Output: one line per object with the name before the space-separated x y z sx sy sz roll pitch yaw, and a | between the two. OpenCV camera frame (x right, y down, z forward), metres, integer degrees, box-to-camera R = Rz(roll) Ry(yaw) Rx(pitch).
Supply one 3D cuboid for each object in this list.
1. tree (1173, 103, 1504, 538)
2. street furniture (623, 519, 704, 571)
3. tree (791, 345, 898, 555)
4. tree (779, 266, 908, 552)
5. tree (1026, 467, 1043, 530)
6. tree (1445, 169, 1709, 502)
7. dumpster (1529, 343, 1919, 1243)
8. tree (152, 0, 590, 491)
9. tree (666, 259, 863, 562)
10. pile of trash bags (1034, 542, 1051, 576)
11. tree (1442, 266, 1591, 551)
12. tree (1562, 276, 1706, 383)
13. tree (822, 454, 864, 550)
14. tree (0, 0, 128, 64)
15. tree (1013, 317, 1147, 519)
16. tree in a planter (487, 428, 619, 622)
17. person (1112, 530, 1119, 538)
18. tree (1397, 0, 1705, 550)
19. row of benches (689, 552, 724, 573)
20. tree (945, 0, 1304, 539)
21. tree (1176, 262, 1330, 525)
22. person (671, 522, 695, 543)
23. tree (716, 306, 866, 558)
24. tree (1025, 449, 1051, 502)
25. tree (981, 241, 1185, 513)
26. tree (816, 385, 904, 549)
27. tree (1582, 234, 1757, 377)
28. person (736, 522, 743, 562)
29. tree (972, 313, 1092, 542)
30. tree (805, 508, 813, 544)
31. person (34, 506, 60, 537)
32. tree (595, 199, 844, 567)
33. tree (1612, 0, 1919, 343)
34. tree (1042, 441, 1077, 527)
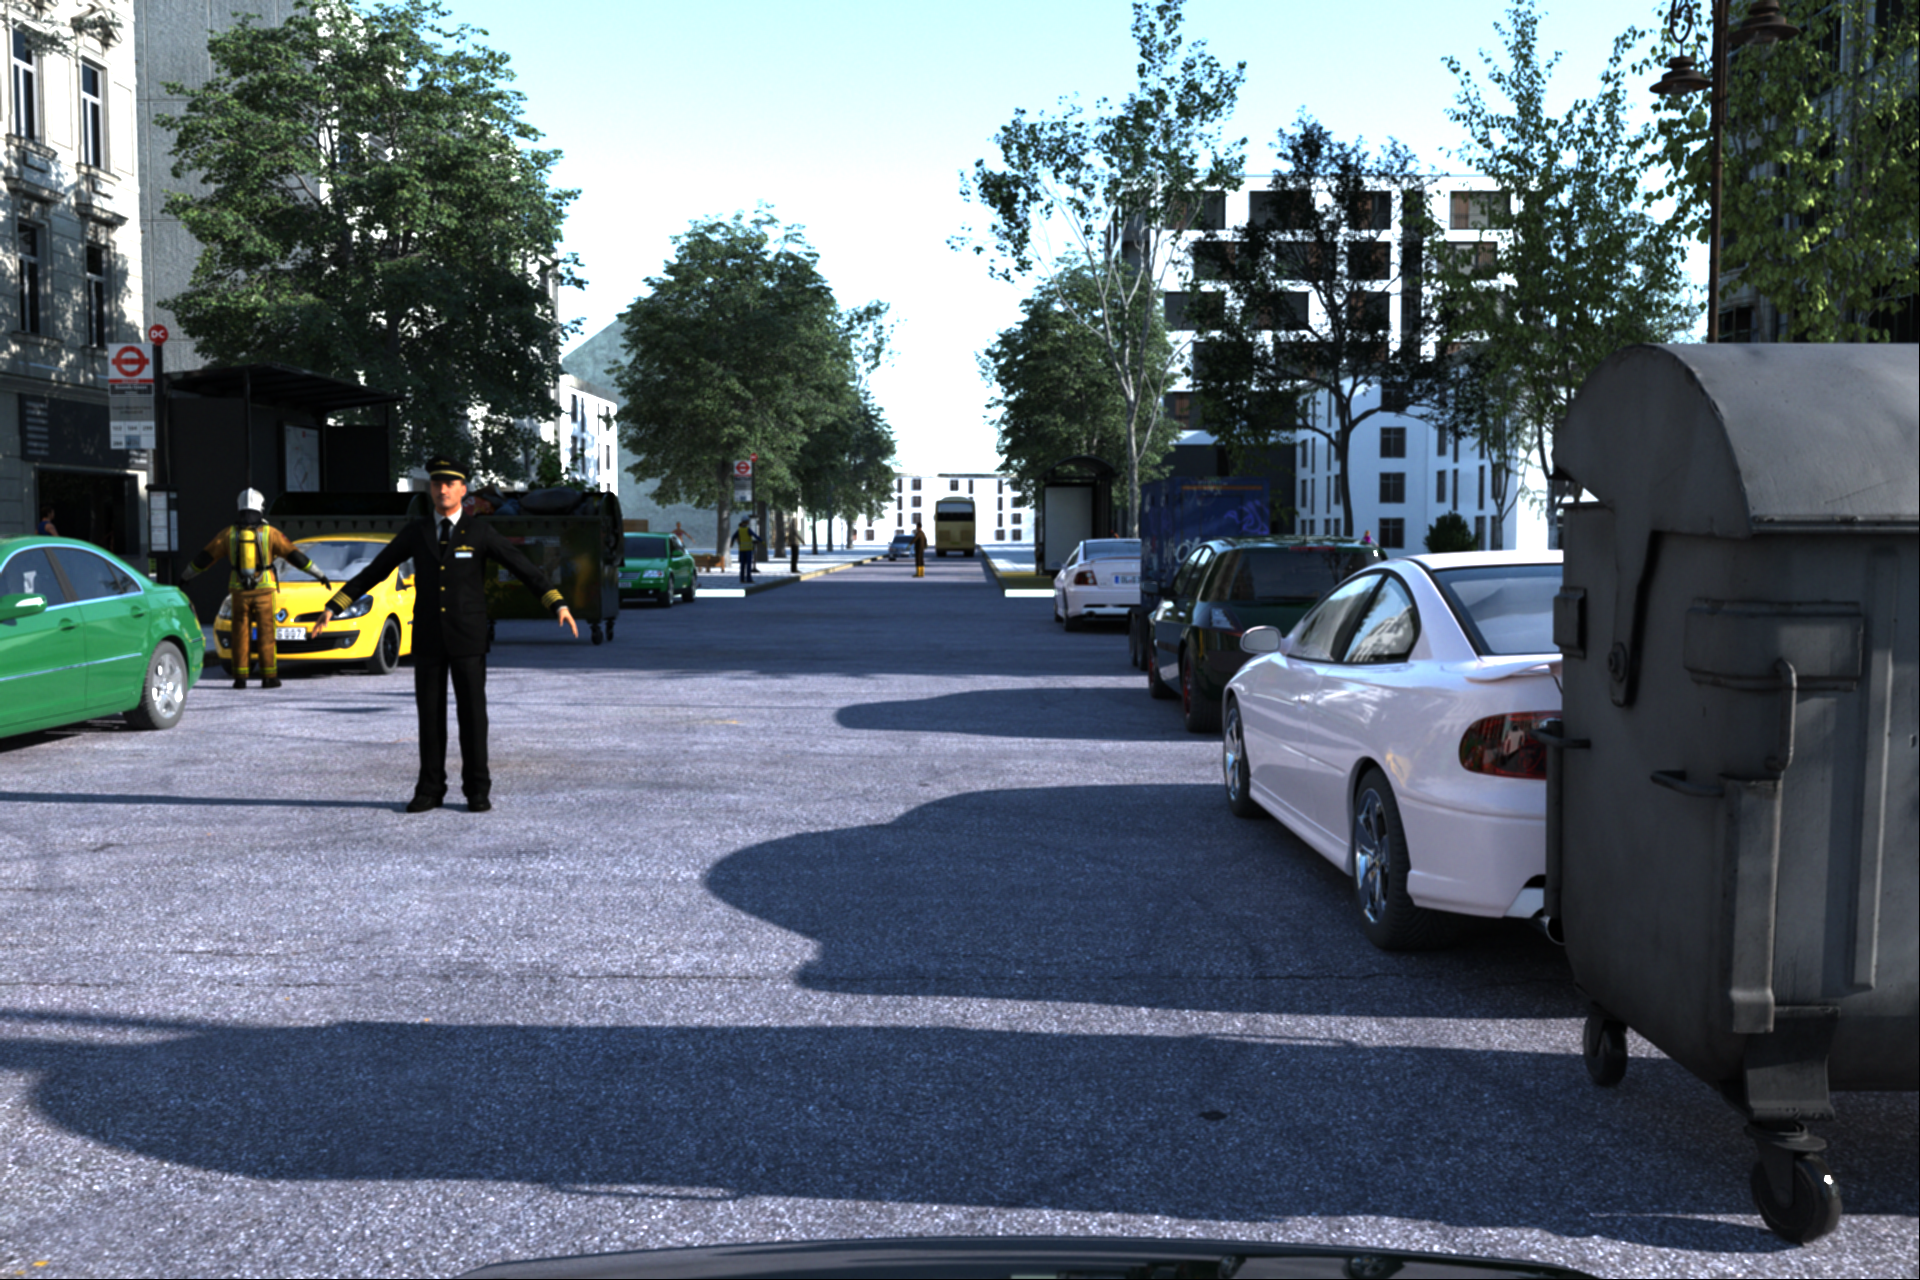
tree | 8.315 -6.336 38.002 7.601 10.594 8.767 1 4 21
street furniture | -12.055 -2.596 49.300 11.010 1.723 9.812 1 4 20
tree | -9.038 -11.973 106.135 12.009 13.543 11.850 0 3 0
tree | -10.788 -16.418 124.327 12.611 20.169 13.585 0 3 0
tree | 6.339 -10.054 114.753 4.360 8.622 3.978 0 3 0
tree | 21.094 -9.075 58.751 12.009 13.543 11.850 0 3 0
dumpster | 2.388 0.260 3.969 1.865 1.857 1.264 0 4 0
tree | -13.121 -8.106 39.185 9.857 13.997 8.962 0 3 0
tree | -9.146 -10.619 80.273 9.857 13.997 8.962 0 3 0
pile of trash bags | 3.269 -2.711 54.085 1.912 1.369 3.447 0 4 0
tree | 14.857 -5.947 47.595 4.360 8.622 3.978 0 3 0
tree | 19.715 -6.107 50.217 4.737 8.622 4.395 0 3 0
tree | -9.265 -11.440 137.402 4.360 8.622 3.978 0 3 0
tree | -12.989 -6.394 14.916 12.009 13.543 11.850 0 3 0
tree | 6.098 -10.571 90.969 7.486 12.596 7.792 0 3 0
tree in a planter | -6.862 -1.959 29.253 1.991 3.239 1.994 0 4 1
person | 6.157 -4.068 72.660 1.345 1.843 0.704 -1 4 -21
tree | 8.135 -4.482 23.644 4.737 8.622 4.395 0 3 0
row of benches | -9.453 -2.681 59.296 1.422 0.672 4.104 -3 5 -40
tree | 5.872 -12.602 61.936 12.611 20.169 13.585 0 3 0
tree | 7.615 -5.891 46.681 4.737 8.622 4.395 0 3 0
person | -10.591 -3.576 65.272 1.217 1.733 0.721 -1 4 -14
tree | -9.721 -11.373 92.603 9.857 13.997 8.962 0 3 0
tree | 6.456 -10.473 121.589 4.737 8.622 4.395 0 3 0
tree | 5.632 -10.426 77.125 9.857 13.997 8.962 0 3 0
tree | -9.377 -14.641 146.035 9.857 13.997 8.962 0 3 0
tree | 16.659 -5.638 42.539 4.360 8.622 3.978 0 3 0
person | -9.879 -4.428 78.577 0.705 1.806 1.347 1 4 20
tree | 8.306 -17.556 142.931 12.611 20.169 13.585 0 3 0
tree | -20.048 -17.228 232.037 4.737 8.622 4.395 0 3 0
person | -17.431 -1.652 33.180 1.345 1.807 0.704 3 4 36
tree | -9.243 -9.783 66.606 9.857 13.997 8.962 0 3 0
tree | 8.468 -4.095 17.320 4.737 8.622 4.395 0 3 0
tree | 6.172 -9.378 103.689 4.360 8.622 3.978 0 3 0
